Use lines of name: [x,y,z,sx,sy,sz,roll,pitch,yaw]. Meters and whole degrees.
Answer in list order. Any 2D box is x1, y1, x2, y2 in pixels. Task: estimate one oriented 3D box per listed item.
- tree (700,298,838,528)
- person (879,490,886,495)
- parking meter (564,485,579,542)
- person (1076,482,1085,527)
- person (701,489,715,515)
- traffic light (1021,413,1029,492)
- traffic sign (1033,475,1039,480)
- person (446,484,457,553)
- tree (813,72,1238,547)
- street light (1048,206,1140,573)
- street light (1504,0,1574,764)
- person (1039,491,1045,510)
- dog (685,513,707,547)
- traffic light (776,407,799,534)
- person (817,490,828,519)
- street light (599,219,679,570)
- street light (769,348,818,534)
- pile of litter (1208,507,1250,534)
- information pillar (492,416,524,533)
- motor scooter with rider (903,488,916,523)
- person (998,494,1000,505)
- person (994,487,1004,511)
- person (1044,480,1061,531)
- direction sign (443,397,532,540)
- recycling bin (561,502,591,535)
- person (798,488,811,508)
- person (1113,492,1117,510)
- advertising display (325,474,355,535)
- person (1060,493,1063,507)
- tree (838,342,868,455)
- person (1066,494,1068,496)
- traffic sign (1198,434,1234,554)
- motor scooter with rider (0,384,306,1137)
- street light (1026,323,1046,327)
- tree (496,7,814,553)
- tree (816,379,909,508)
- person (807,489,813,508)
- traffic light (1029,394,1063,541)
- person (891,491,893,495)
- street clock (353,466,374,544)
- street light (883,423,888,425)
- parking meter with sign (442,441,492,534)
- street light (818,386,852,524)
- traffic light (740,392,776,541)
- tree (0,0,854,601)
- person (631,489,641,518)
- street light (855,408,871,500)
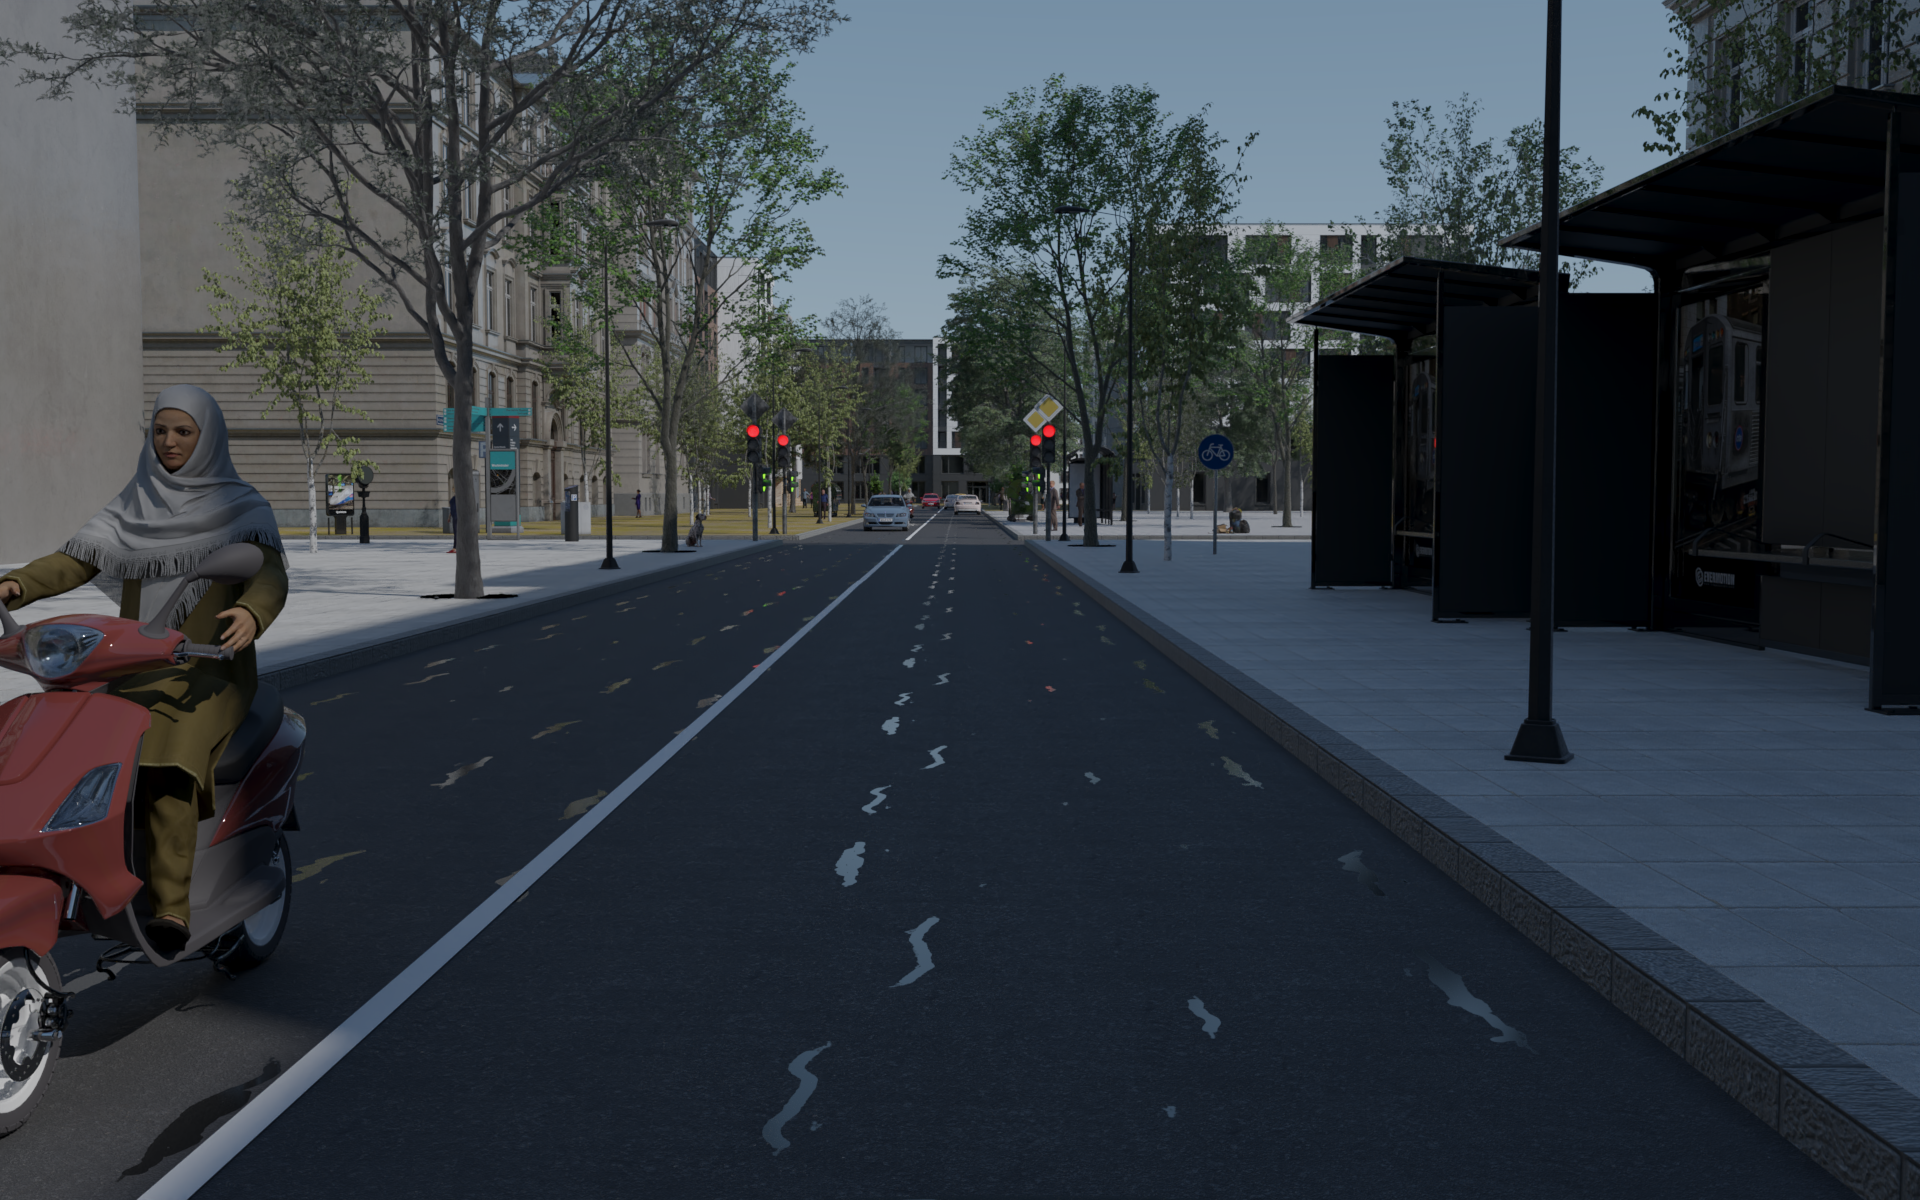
tree: [-7.299,-7.042,65.504,4.737,8.622,4.395,0,3,0]
person: [-8.320,-10.870,184.494,1.217,1.735,0.721,-2,4,-27]
parking meter: [-10.477,-2.343,46.713,0.372,1.533,0.369,0,3,0]
person: [4.878,-3.752,68.081,0.600,1.739,0.565,2,4,35]
person: [-15.702,-6.100,107.734,0.963,1.587,0.435,1,4,9]
traffic light: [2.384,-4.032,55.174,0.839,4.213,0.868,0,3,0]
traffic sign: [4.951,-7.163,117.222,0.768,2.556,0.104,0,4,7]
person: [-10.825,-1.773,37.570,0.613,1.512,0.480,-3,5,-41]
tree: [3.239,-7.113,42.048,9.928,11.665,9.643,0,3,0]
street light: [2.216,-3.396,28.066,1.470,5.913,1.316,0,3,0]
street light: [2.267,-2.182,8.223,1.470,5.913,1.316,0,3,0]
person: [6.434,-7.957,136.922,0.721,1.735,1.217,-1,4,-11]
dog: [-6.455,-1.708,42.312,0.513,0.831,0.800,-1,4,-11]
traffic light: [-5.577,-4.031,55.153,0.839,4.213,0.868,0,3,0]
person: [-6.998,-4.828,87.676,0.574,1.496,0.600,3,5,44]
street light: [-5.447,-3.479,29.425,1.470,5.913,1.316,0,3,0]
street light: [-5.406,-5.061,55.280,1.470,5.913,1.316,0,3,0]
pile of litter: [8.747,-2.596,56.401,1.719,0.858,1.176,-2,4,-28]
information pillar: [-14.909,-4.133,56.955,0.750,3.857,0.750,1,4,18]
motor scooter with rider: [-2.571,-4.668,85.284,0.876,1.779,1.986,0,4,1]
person: [4.467,-11.599,196.628,0.436,1.711,0.756,0,3,0]
person: [3.327,-7.888,135.148,1.348,1.807,0.705,0,4,7]
person: [3.177,-3.289,60.370,0.434,1.755,0.990,-2,4,-26]
direction sign: [-13.103,-3.583,47.349,2.525,3.948,1.411,0,4,6]
recycling bin: [-12.162,-2.584,54.808,0.722,1.027,0.722,-3,4,-38]
person: [-13.887,-9.098,154.785,1.348,1.826,0.705,1,4,19]
person: [12.432,-8.012,140.229,0.628,1.438,0.799,-2,4,-28]
advertising display: [-19.589,-3.028,54.728,0.123,1.923,0.974,2,4,35]
person: [10.181,-9.964,172.193,0.421,1.427,0.697,3,4,36]
tree: [-6.316,-7.965,80.598,4.737,8.622,4.395,0,3,0]
person: [12.716,-11.958,202.268,1.217,1.735,0.721,-3,5,-39]
traffic sign: [5.417,-2.240,36.735,0.768,2.556,0.104,0,4,4]
motor scooter with rider: [-2.211,0.265,4.636,0.876,1.779,1.986,0,4,0]
street light: [2.311,-4.565,47.175,1.470,5.913,1.316,0,3,0]
tree: [-6.279,-6.839,37.570,9.928,11.665,9.643,0,3,0]
tree: [-7.253,-11.984,130.355,7.601,10.594,8.767,2,4,32]
person: [-13.668,-9.337,159.388,0.721,1.739,1.217,3,5,40]
traffic light: [2.389,-3.544,47.189,0.839,4.213,0.868,0,3,0]
person: [-6.803,-9.852,167.568,0.568,1.767,0.683,0,4,2]
street clock: [-15.461,-2.468,44.921,0.358,2.002,0.471,3,4,37]
street light: [-5.407,-8.620,113.470,1.470,5.913,1.316,0,3,0]
parking meter with sign: [-16.086,-3.682,56.459,0.543,3.016,1.738,2,4,32]
street light: [-5.530,-6.251,74.742,1.470,5.913,1.316,0,3,0]
traffic light: [-5.572,-3.543,47.168,0.839,4.213,0.868,0,3,0]
tree: [-6.190,-6.764,20.966,12.009,13.543,11.850,0,3,0]
person: [-17.290,-5.142,92.480,0.546,1.535,0.453,0,4,-7]
street light: [-5.488,-7.420,93.851,1.470,5.913,1.316,0,3,0]
